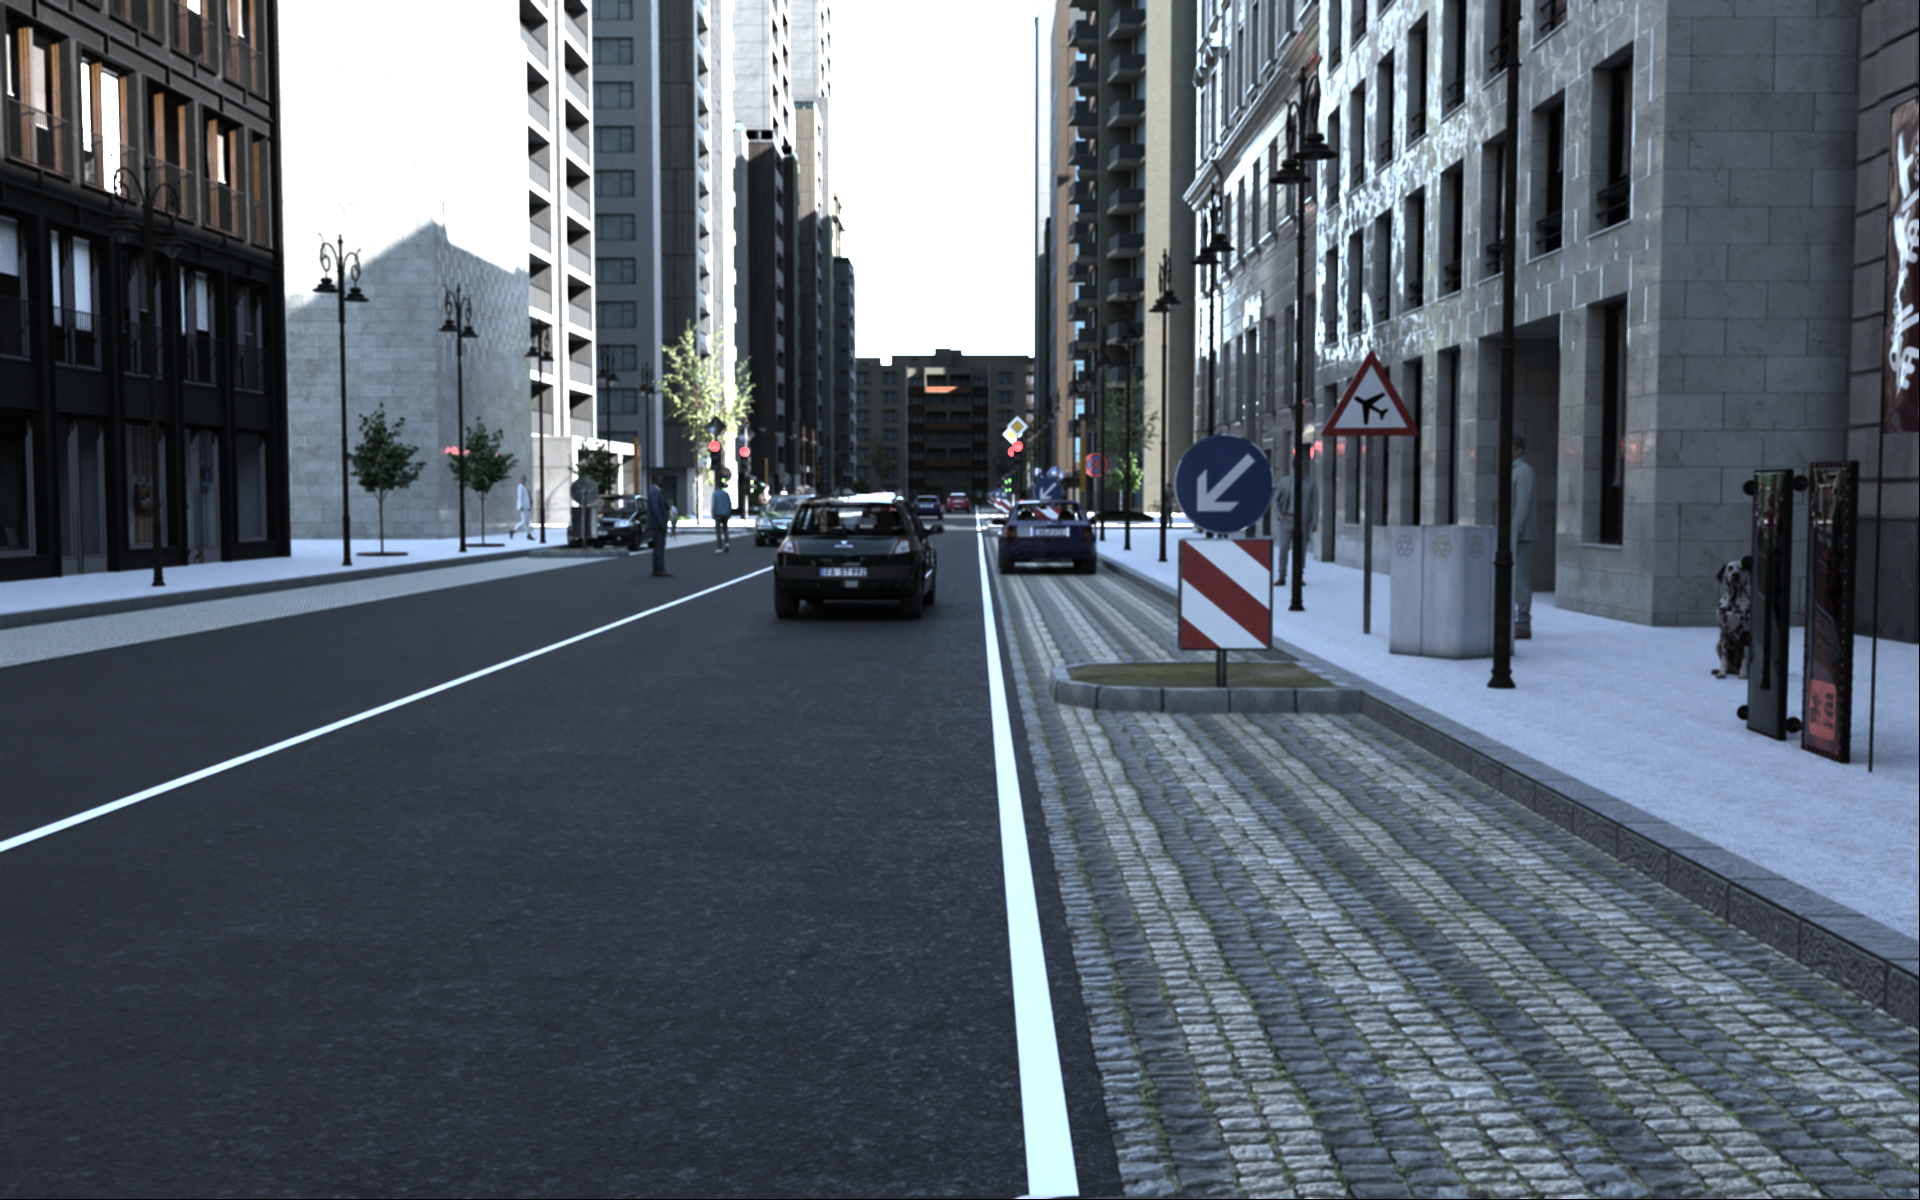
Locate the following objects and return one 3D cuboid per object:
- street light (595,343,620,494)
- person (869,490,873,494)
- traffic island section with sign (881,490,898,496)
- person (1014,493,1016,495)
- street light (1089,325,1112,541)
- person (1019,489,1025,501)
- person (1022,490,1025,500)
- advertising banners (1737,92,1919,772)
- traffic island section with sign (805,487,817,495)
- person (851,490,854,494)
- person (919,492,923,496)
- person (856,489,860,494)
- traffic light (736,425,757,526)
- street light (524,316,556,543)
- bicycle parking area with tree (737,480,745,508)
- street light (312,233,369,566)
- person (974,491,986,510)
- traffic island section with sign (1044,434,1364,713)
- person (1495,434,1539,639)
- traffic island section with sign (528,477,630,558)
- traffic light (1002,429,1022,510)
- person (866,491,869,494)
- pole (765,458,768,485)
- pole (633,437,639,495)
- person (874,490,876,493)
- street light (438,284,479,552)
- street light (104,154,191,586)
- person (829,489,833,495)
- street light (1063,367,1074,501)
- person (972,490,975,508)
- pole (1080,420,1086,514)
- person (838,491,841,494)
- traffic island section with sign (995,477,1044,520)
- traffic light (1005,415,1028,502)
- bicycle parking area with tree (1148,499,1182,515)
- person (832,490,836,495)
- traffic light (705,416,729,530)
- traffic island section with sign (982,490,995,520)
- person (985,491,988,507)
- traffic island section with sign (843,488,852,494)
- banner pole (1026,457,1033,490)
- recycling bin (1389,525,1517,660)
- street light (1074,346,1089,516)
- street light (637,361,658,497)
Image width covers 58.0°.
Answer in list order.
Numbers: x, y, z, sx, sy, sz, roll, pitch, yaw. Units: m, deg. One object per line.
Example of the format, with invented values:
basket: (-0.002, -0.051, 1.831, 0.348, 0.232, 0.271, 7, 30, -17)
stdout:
street light: (-10.804, -4.922, 53.265, 0.468, 5.910, 1.993, 0, 4, 1)
person: (-10.085, -11.676, 197.393, 0.683, 1.767, 0.568, 1, 4, 14)
traffic island section with sign: (-7.490, -9.993, 172.007, 1.989, 1.847, 2.006, 0, 4, 1)
person: (7.071, -12.624, 212.547, 1.348, 1.812, 0.705, 2, 4, 26)
street light: (3.916, -4.569, 47.484, 0.468, 5.910, 1.993, 0, 4, 1)
person: (5.403, -9.067, 155.008, 0.721, 1.743, 1.217, 3, 5, 43)
person: (6.855, -11.045, 187.452, 1.217, 1.723, 0.721, -3, 5, -39)
advertising banners: (4.238, -0.748, 8.415, 0.090, 3.025, 2.074, 0, 4, 5)
traffic island section with sign: (-8.148, -5.274, 94.854, 1.989, 1.847, 2.006, 0, 4, 1)
person: (-10.563, -9.938, 169.463, 0.756, 1.711, 0.436, 1, 4, 19)
person: (-4.708, -11.896, 203.827, 0.721, 1.723, 1.217, 2, 4, 30)
person: (-9.833, -9.892, 167.780, 0.705, 1.823, 1.348, -2, 4, -26)
traffic light: (-8.657, -4.966, 70.119, 0.839, 4.253, 0.868, 0, 4, 1)
street light: (-10.919, -4.426, 45.156, 0.468, 5.910, 1.993, 0, 4, 1)
bicycle parking area with tree: (-17.390, -8.335, 123.279, 8.231, 4.147, 9.016, -2, 4, -30)
street light: (-11.017, -3.558, 30.960, 0.468, 5.910, 1.993, 0, 4, 1)
person: (1.820, -9.267, 160.748, 1.217, 1.736, 0.721, 2, 4, 28)
traffic island section with sign: (1.645, -0.219, 12.210, 1.989, 1.847, 2.006, 0, 4, 1)
person: (4.927, -0.564, 15.360, 0.391, 1.810, 0.635, 0, 4, 4)
traffic island section with sign: (-8.640, -1.892, 39.565, 1.989, 1.847, 2.006, 0, 4, 1)
traffic light: (2.104, -4.962, 70.041, 0.839, 4.253, 0.868, 0, 4, 1)
person: (-10.050, -11.210, 190.039, 0.721, 1.735, 1.217, 1, 4, 13)
pole: (-10.936, -6.364, 97.891, 0.158, 3.312, 0.155, 0, 3, 0)
pole: (-11.588, -4.172, 62.052, 0.158, 3.312, 0.155, 0, 3, 0)
person: (-9.847, -12.022, 203.127, 0.721, 1.766, 1.217, -1, 4, -21)
street light: (-11.018, -4.001, 38.211, 0.468, 5.910, 1.993, 0, 4, 1)
street light: (-11.196, -3.133, 24.015, 0.468, 5.910, 1.993, 0, 4, 1)
person: (-12.360, -9.796, 167.000, 1.217, 1.735, 0.721, -3, 5, -42)
street light: (4.065, -5.437, 61.675, 0.468, 5.910, 1.993, 0, 4, 1)
person: (1.314, -10.249, 176.088, 0.705, 1.822, 1.348, 0, 4, -1)
pole: (3.393, -3.298, 47.761, 0.158, 3.312, 0.155, 0, 3, 0)
person: (-10.762, -9.141, 155.371, 0.599, 1.838, 0.709, 3, 4, 38)
traffic island section with sign: (1.881, -1.902, 39.729, 1.989, 1.847, 2.006, 0, 4, 1)
traffic light: (2.034, -4.473, 62.056, 0.839, 4.253, 0.868, 0, 4, 1)
bicycle parking area with tree: (16.789, -7.320, 106.691, 9.016, 4.147, 8.231, -1, 4, -23)
person: (-11.640, -9.445, 161.175, 0.721, 1.736, 1.217, 3, 5, 43)
traffic light: (-8.727, -4.478, 62.135, 0.839, 4.253, 0.868, 0, 4, 1)
traffic island section with sign: (2.368, -5.268, 94.752, 1.989, 1.847, 2.006, 0, 4, 1)
person: (2.964, -11.376, 194.499, 0.705, 1.824, 1.348, 0, 4, 1)
traffic island section with sign: (-7.910, -6.964, 122.493, 1.989, 1.847, 2.006, 0, 4, 1)
banner pole: (4.789, -7.845, 118.284, 0.401, 3.779, 0.863, -3, 4, -39)
recycling bin: (3.935, -0.079, 13.838, 0.722, 1.027, 0.722, -2, 4, -35)
street light: (3.964, -4.993, 54.430, 0.468, 5.910, 1.993, 0, 4, 1)
street light: (-10.868, -5.351, 60.278, 0.468, 5.910, 1.993, 0, 4, 1)
